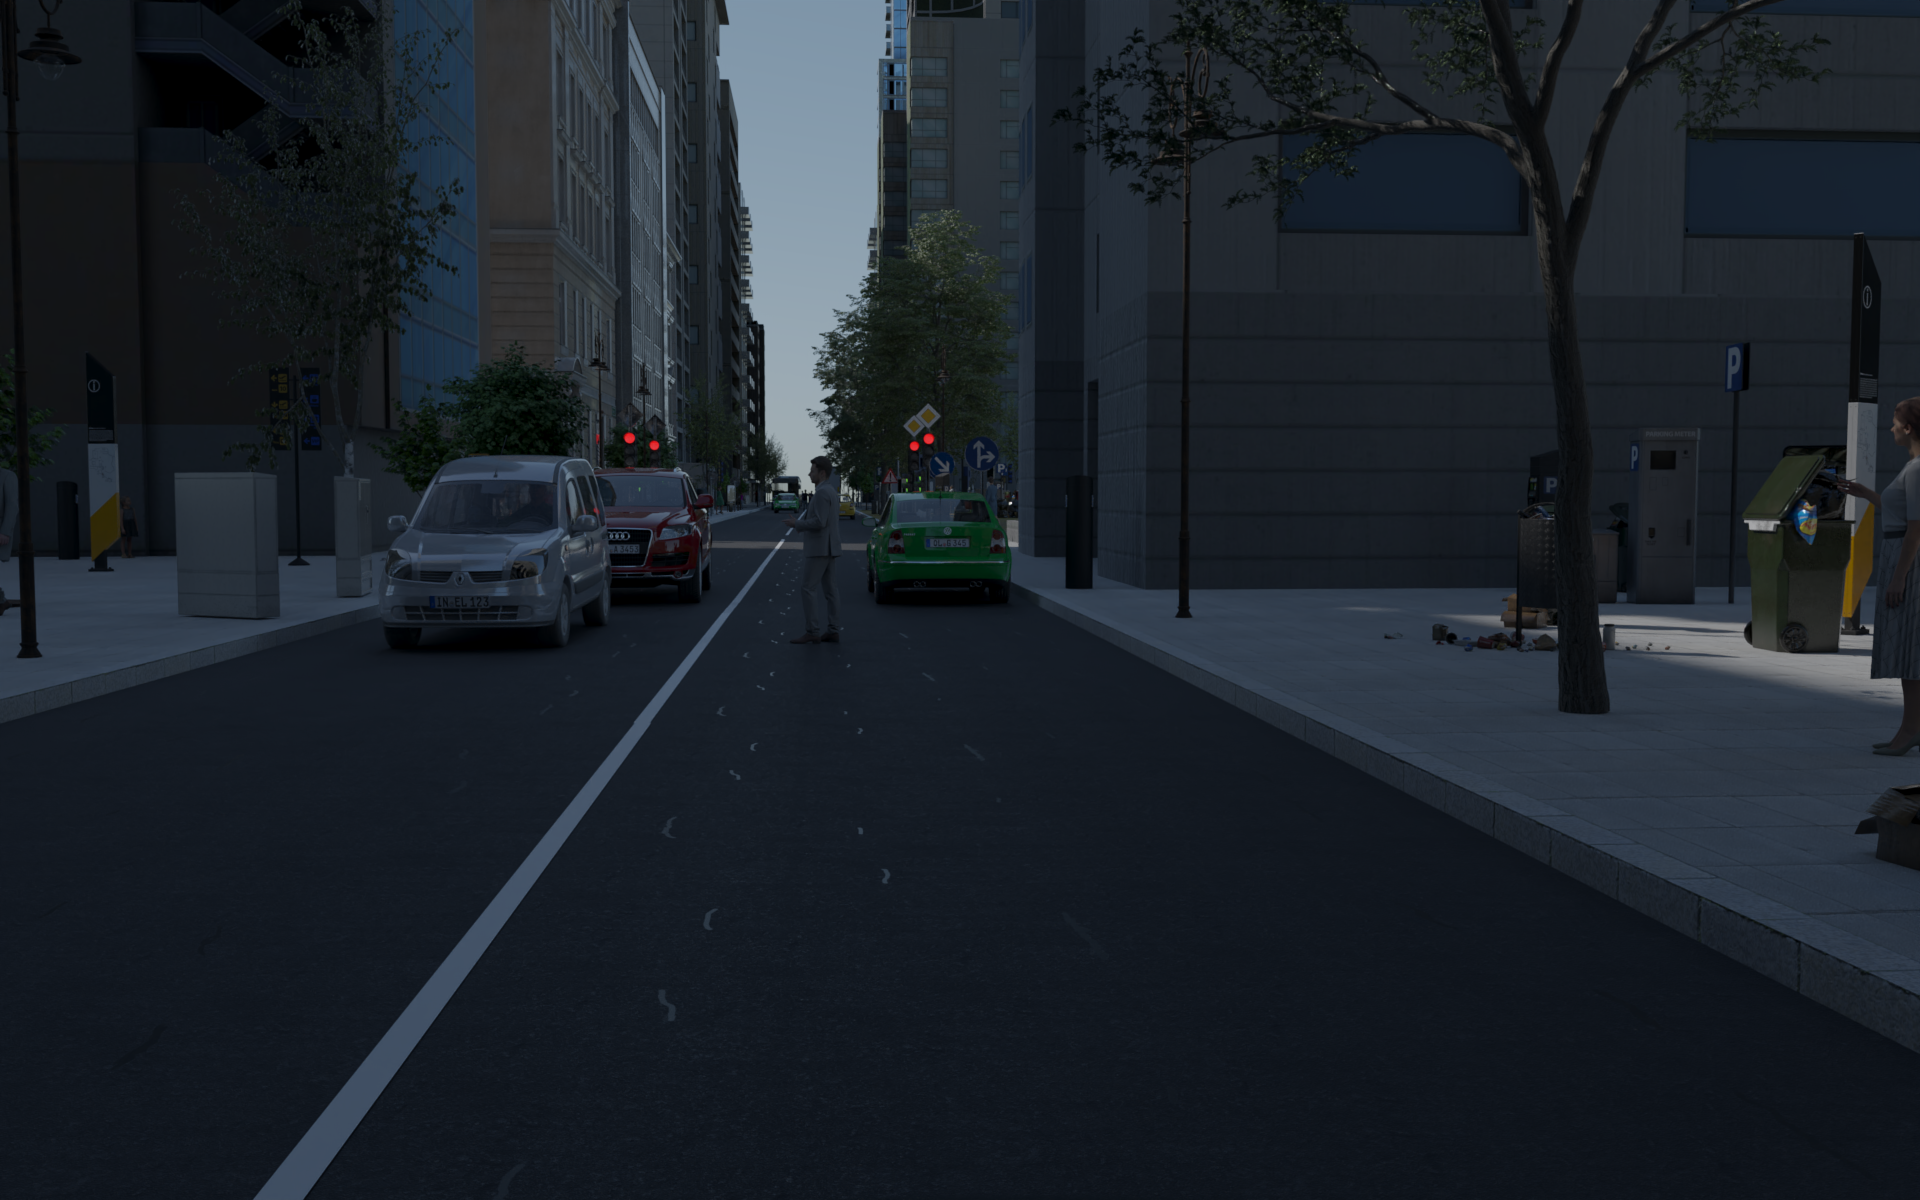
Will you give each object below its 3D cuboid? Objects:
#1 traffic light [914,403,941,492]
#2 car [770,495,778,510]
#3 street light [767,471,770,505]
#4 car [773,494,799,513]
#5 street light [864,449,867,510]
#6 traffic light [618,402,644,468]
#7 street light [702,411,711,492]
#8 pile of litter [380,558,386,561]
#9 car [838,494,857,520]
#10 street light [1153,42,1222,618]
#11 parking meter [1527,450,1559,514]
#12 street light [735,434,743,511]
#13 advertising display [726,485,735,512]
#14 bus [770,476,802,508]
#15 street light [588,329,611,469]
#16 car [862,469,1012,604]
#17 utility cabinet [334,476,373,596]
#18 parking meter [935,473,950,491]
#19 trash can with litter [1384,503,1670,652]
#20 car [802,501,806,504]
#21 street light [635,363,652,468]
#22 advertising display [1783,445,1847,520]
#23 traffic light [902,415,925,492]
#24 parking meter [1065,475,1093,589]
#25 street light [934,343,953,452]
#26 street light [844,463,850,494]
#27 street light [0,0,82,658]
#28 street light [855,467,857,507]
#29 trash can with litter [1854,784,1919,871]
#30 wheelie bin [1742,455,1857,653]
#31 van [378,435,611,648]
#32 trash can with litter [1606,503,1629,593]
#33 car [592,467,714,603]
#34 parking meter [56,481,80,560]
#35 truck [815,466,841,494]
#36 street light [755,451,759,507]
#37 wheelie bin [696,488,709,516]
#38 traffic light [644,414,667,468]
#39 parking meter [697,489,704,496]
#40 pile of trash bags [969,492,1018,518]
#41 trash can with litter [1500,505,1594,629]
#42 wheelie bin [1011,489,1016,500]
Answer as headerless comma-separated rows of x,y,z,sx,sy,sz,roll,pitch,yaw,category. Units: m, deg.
-1.002,-3.959,53.657,0.839,4.253,0.868,0,4,-5,traffic light
-15.835,-8.610,153.349,1.945,1.354,3.894,0,4,-5,car
-24.236,-15.140,220.331,0.468,5.910,1.993,0,4,-5,street light
-13.078,-7.446,130.542,1.959,1.807,4.718,0,4,-3,car
-7.642,-10.313,141.403,0.468,5.910,1.993,0,4,-5,street light
-10.032,-3.913,52.905,0.839,4.253,0.868,0,4,-5,traffic light
-14.063,-7.554,96.294,0.468,5.910,1.993,0,4,-5,street light
-10.493,-1.220,33.905,1.719,0.858,1.176,-1,4,-16,pile of litter
-6.814,-5.364,97.922,2.015,1.641,3.980,0,4,-5,car
2.324,-2.753,17.805,0.468,5.910,1.993,0,4,-5,street light
7.669,-1.039,22.707,0.399,1.863,0.255,-1,4,-10,parking meter
-17.503,-10.101,137.943,0.468,5.910,1.993,0,4,-5,street light
-16.266,-7.196,122.873,0.123,1.923,0.974,2,4,26,advertising display
-17.001,-10.733,170.340,2.948,3.499,13.247,0,4,-4,bus
-10.102,-4.640,48.656,0.468,5.910,1.993,0,4,-5,street light
-0.363,-0.933,24.053,1.959,1.807,4.718,0,4,-5,car
-7.664,-0.811,21.933,0.318,1.500,1.173,-1,4,-12,utility cabinet
-0.481,-2.555,47.481,0.255,1.863,0.399,2,4,34,parking meter
4.682,-0.222,14.687,1.678,1.210,2.233,-3,5,-40,trash can with litter
-23.172,-14.647,251.484,2.014,1.417,4.499,0,4,-5,car
-11.121,-5.400,61.072,0.468,5.910,1.993,0,4,-5,street light
11.357,-1.077,22.826,0.974,1.923,0.123,2,4,31,advertising display
-1.653,-4.446,61.616,0.839,4.253,0.868,0,4,-5,traffic light
1.617,-0.922,23.480,0.372,1.533,0.369,0,3,0,parking meter
-0.511,-4.926,53.332,0.468,5.910,1.993,0,4,-5,street light
-14.538,-15.374,224.154,0.468,5.910,1.993,0,4,-5,street light
-7.307,-2.485,13.423,0.468,5.910,1.993,0,4,-5,street light
-10.587,-12.467,176.624,0.468,5.910,1.993,0,4,-5,street light
3.384,0.350,5.666,0.624,1.170,1.055,-1,4,-12,trash can with litter
6.890,-0.387,14.239,0.693,1.594,0.980,0,4,-2,wheelie bin
-4.587,-0.639,17.466,2.013,2.044,4.112,0,4,-3,van
8.899,-0.676,22.448,0.624,1.170,1.055,-1,4,-23,trash can with litter
-4.584,-0.960,24.374,2.281,1.827,5.304,0,4,-6,car
-17.434,-1.556,33.852,0.372,1.533,0.369,0,3,0,parking meter
-13.612,-11.640,179.229,2.839,4.237,11.283,0,4,-5,truck
-20.371,-12.309,174.040,0.468,5.910,1.993,0,4,-5,street light
-13.962,-5.220,93.251,0.980,1.594,0.693,-2,4,-35,wheelie bin
-10.683,-4.400,60.863,0.839,4.253,0.868,0,4,-5,traffic light
-13.061,-4.819,87.198,0.372,1.533,0.369,0,3,0,parking meter
1.888,-5.078,92.780,3.447,1.369,1.912,0,4,-6,pile of trash bags
5.675,-0.331,16.801,0.624,1.170,1.055,3,4,37,trash can with litter
3.565,-6.286,110.678,0.693,1.594,0.980,0,4,1,wheelie bin
